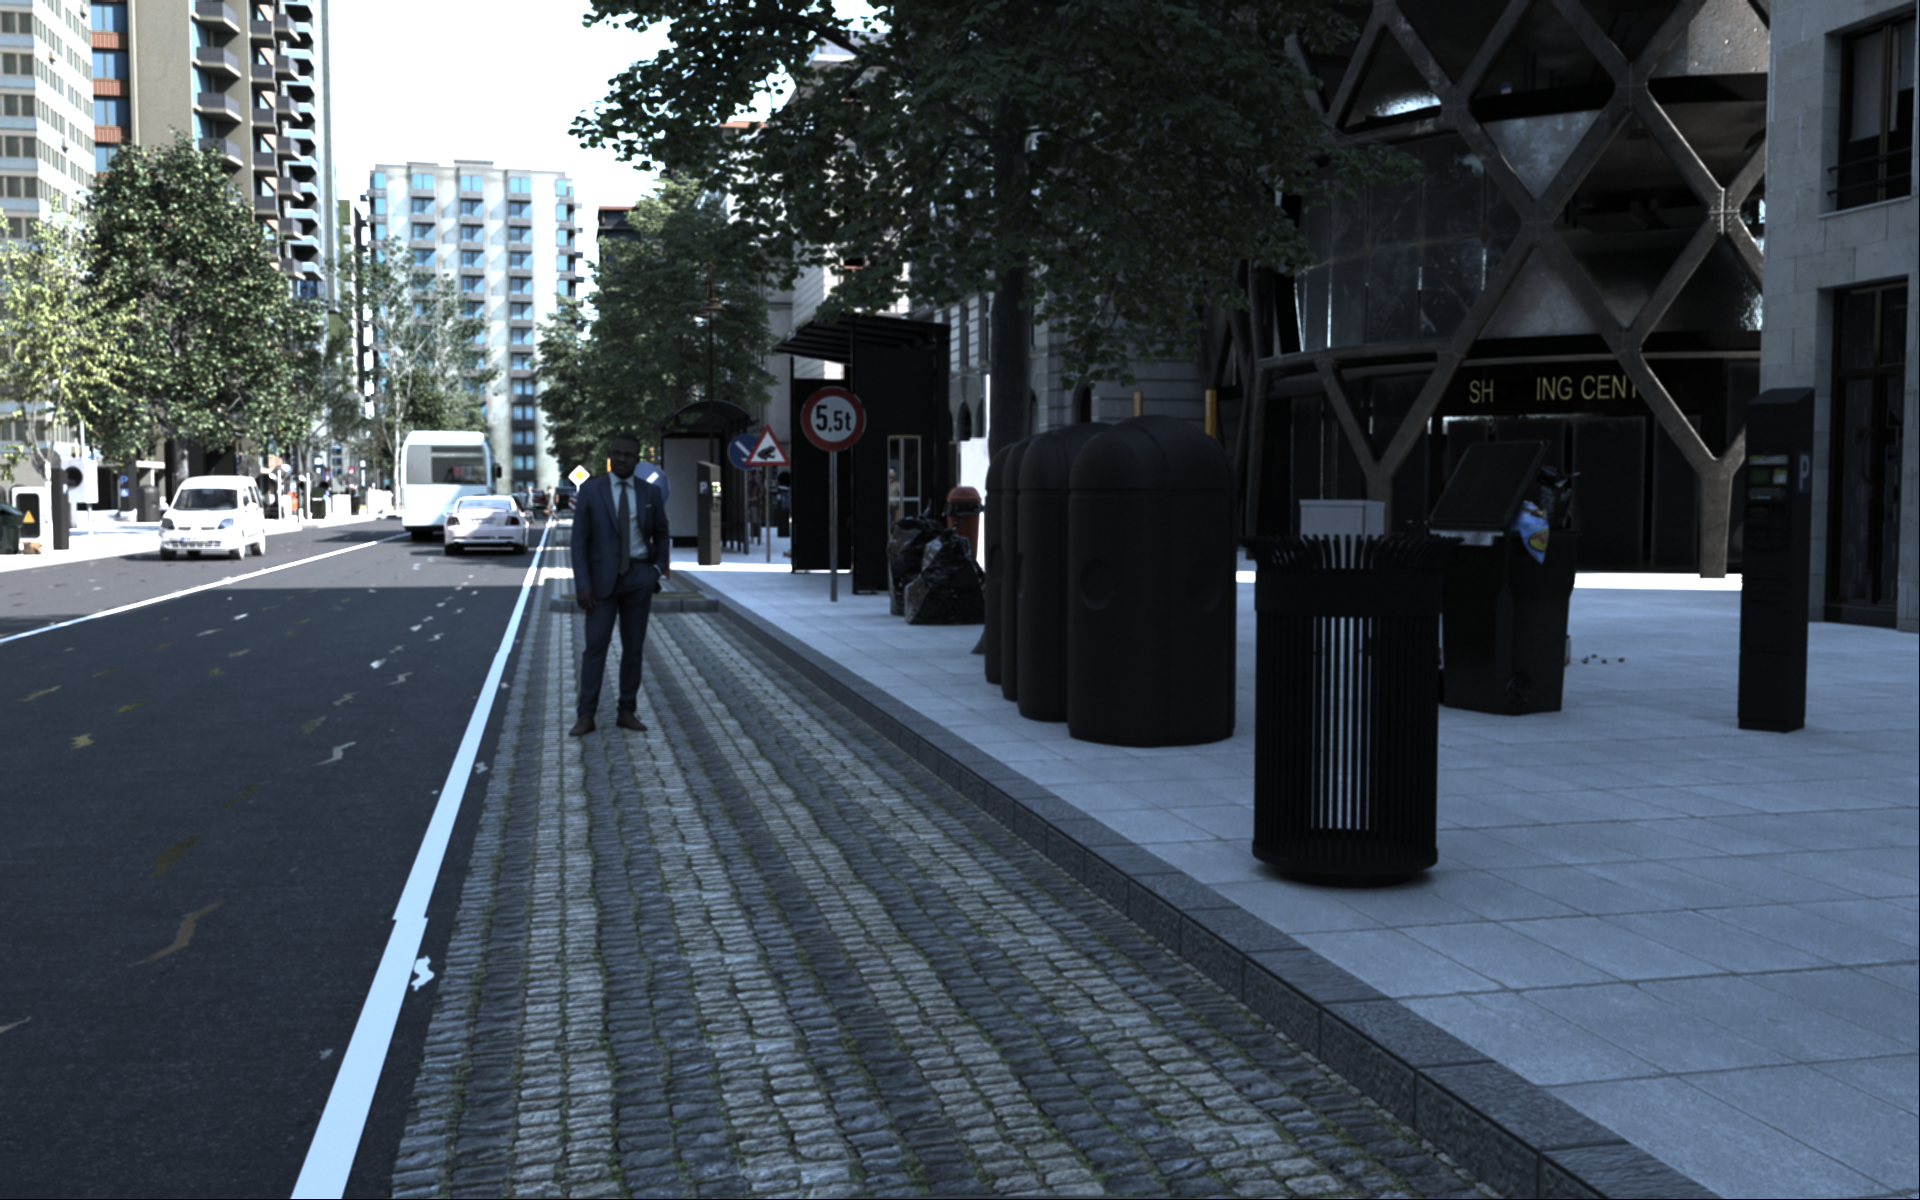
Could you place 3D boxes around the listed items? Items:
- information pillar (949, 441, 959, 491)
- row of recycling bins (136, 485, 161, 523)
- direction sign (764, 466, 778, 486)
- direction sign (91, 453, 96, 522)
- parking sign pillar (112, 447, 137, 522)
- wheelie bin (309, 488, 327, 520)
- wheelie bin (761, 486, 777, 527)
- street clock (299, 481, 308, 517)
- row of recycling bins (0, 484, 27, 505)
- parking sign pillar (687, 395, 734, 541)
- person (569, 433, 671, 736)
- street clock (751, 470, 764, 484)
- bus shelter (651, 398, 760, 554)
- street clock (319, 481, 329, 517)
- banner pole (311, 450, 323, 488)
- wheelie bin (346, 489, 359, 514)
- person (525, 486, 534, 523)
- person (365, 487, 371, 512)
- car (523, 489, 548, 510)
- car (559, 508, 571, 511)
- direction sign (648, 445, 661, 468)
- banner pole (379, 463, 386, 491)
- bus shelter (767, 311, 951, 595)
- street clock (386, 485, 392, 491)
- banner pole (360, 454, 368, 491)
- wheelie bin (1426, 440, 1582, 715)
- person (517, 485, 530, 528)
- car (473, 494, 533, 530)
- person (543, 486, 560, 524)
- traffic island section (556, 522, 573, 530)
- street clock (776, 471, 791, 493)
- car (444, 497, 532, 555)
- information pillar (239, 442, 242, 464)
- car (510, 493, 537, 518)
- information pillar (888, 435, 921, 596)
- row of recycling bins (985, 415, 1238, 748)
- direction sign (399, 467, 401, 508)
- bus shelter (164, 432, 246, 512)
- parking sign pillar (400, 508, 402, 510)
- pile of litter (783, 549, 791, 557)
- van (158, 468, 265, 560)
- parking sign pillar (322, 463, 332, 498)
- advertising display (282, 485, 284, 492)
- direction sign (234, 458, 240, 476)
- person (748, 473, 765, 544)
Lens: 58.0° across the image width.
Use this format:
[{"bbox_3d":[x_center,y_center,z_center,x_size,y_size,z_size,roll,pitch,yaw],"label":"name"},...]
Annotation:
[{"bbox_3d":[-0.227,-1.206,24.216,0.304,2.012,0.304,-3,4,-37],"label":"information pillar"},{"bbox_3d":[-36.729,-4.359,78.383,1.069,1.692,3.534,-2,4,-24],"label":"row of recycling bins"},{"bbox_3d":[-10.342,-6.285,94.758,0.876,3.537,0.379,-3,5,-40],"label":"direction sign"},{"bbox_3d":[-40.237,-5.388,80.095,0.876,3.537,0.379,3,5,41],"label":"direction sign"},{"bbox_3d":[-39.044,-5.678,81.299,1.447,3.967,1.447,-1,4,-10],"label":"parking sign pillar"},{"bbox_3d":[-32.026,-4.800,86.384,0.980,1.594,0.693,-1,4,-10],"label":"wheelie bin"},{"bbox_3d":[-7.374,-3.636,67.352,0.693,1.594,0.980,3,5,40],"label":"wheelie bin"},{"bbox_3d":[-35.942,-5.525,94.899,0.471,2.002,0.358,-1,4,-18],"label":"street clock"},{"bbox_3d":[-41.610,-4.092,74.017,3.534,1.692,1.069,0,4,-6],"label":"row of recycling bins"},{"bbox_3d":[-6.842,-3.618,47.626,1.447,3.967,1.447,2,4,25],"label":"parking sign pillar"},{"bbox_3d":[-2.081,-0.109,10.472,0.721,1.800,0.419,-2,4,-32],"label":"person"},{"bbox_3d":[-6.177,-2.942,52.672,0.358,2.002,0.471,-3,4,-38],"label":"street clock"},{"bbox_3d":[-5.852,-2.778,39.349,2.014,3.302,5.546,-1,4,-13],"label":"bus shelter"},{"bbox_3d":[-35.256,-5.593,96.009,0.471,2.002,0.358,-3,5,-42],"label":"street clock"},{"bbox_3d":[-37.032,-6.702,99.594,0.863,3.779,0.401,-3,5,-41],"label":"banner pole"},{"bbox_3d":[-39.519,-6.402,112.577,0.693,1.594,0.980,3,5,44],"label":"wheelie bin"},{"bbox_3d":[-21.039,-4.625,84.297,0.590,1.801,0.661,0,4,-1],"label":"person"},{"bbox_3d":[-42.516,-7.229,124.637,0.834,1.777,0.661,-2,4,-25],"label":"person"},{"bbox_3d":[-33.289,-7.746,135.321,2.281,1.827,5.304,-1,4,-13],"label":"car"},{"bbox_3d":[-31.563,-7.757,139.410,1.945,1.354,3.894,-1,4,-15],"label":"car"},{"bbox_3d":[-14.070,-5.398,80.258,0.379,3.537,0.876,3,5,42],"label":"direction sign"},{"bbox_3d":[-45.955,-9.047,137.933,0.863,3.779,0.401,2,4,24],"label":"banner pole"},{"bbox_3d":[-1.568,-2.070,25.125,1.731,3.624,6.357,-1,4,-13],"label":"bus shelter"},{"bbox_3d":[-46.511,-8.344,140.995,0.471,2.002,0.358,2,4,26],"label":"street clock"},{"bbox_3d":[-37.372,-7.265,108.803,0.401,3.779,0.863,2,4,24],"label":"banner pole"},{"bbox_3d":[3.241,-0.150,10.358,0.693,1.594,0.980,-2,4,-28],"label":"wheelie bin"},{"bbox_3d":[-17.088,-3.582,67.411,0.624,1.780,0.694,2,4,25],"label":"person"},{"bbox_3d":[-12.923,-2.349,48.196,2.009,1.686,4.222,-1,4,-13],"label":"car"},{"bbox_3d":[-19.546,-4.548,82.832,0.822,1.834,0.622,-1,4,-15],"label":"person"},{"bbox_3d":[-15.355,-2.935,70.273,2.009,0.180,2.903,-1,4,-13],"label":"traffic island section"},{"bbox_3d":[-5.589,-3.120,55.585,0.471,2.002,0.358,1,4,10],"label":"street clock"},{"bbox_3d":[-11.551,-1.834,42.347,2.083,1.381,4.827,-1,4,-13],"label":"car"},{"bbox_3d":[-32.458,-5.313,78.215,0.183,3.616,0.504,-1,4,-18],"label":"information pillar"},{"bbox_3d":[-26.719,-5.902,105.291,1.959,1.807,4.718,-1,4,-13],"label":"car"},{"bbox_3d":[-0.699,-1.057,21.780,0.304,2.012,0.304,-3,4,-36],"label":"information pillar"},{"bbox_3d":[0.772,-0.203,10.436,1.069,1.692,3.534,-1,4,-8],"label":"row of recycling bins"},{"bbox_3d":[-46.075,-9.211,142.598,0.379,3.537,0.876,-1,4,-14],"label":"direction sign"},{"bbox_3d":[-27.958,-4.469,64.352,1.731,3.624,6.357,-1,4,-13],"label":"bus shelter"},{"bbox_3d":[-43.754,-9.078,136.905,1.447,3.967,1.447,0,4,-2],"label":"parking sign pillar"},{"bbox_3d":[-2.942,-1.291,35.072,1.176,0.858,1.719,-1,4,-21],"label":"pile of litter"},{"bbox_3d":[-16.741,-1.947,38.843,2.013,2.044,4.112,-1,4,-13],"label":"van"},{"bbox_3d":[-48.684,-8.823,132.735,1.447,3.967,1.447,1,4,14],"label":"parking sign pillar"},{"bbox_3d":[-46.059,-6.851,117.224,0.123,1.923,0.974,0,4,5],"label":"advertising display"},{"bbox_3d":[-45.061,-7.075,107.676,0.876,3.537,0.379,-2,4,-28],"label":"direction sign"},{"bbox_3d":[-5.362,-2.379,44.912,0.580,1.828,0.573,-1,4,-19],"label":"person"}]
